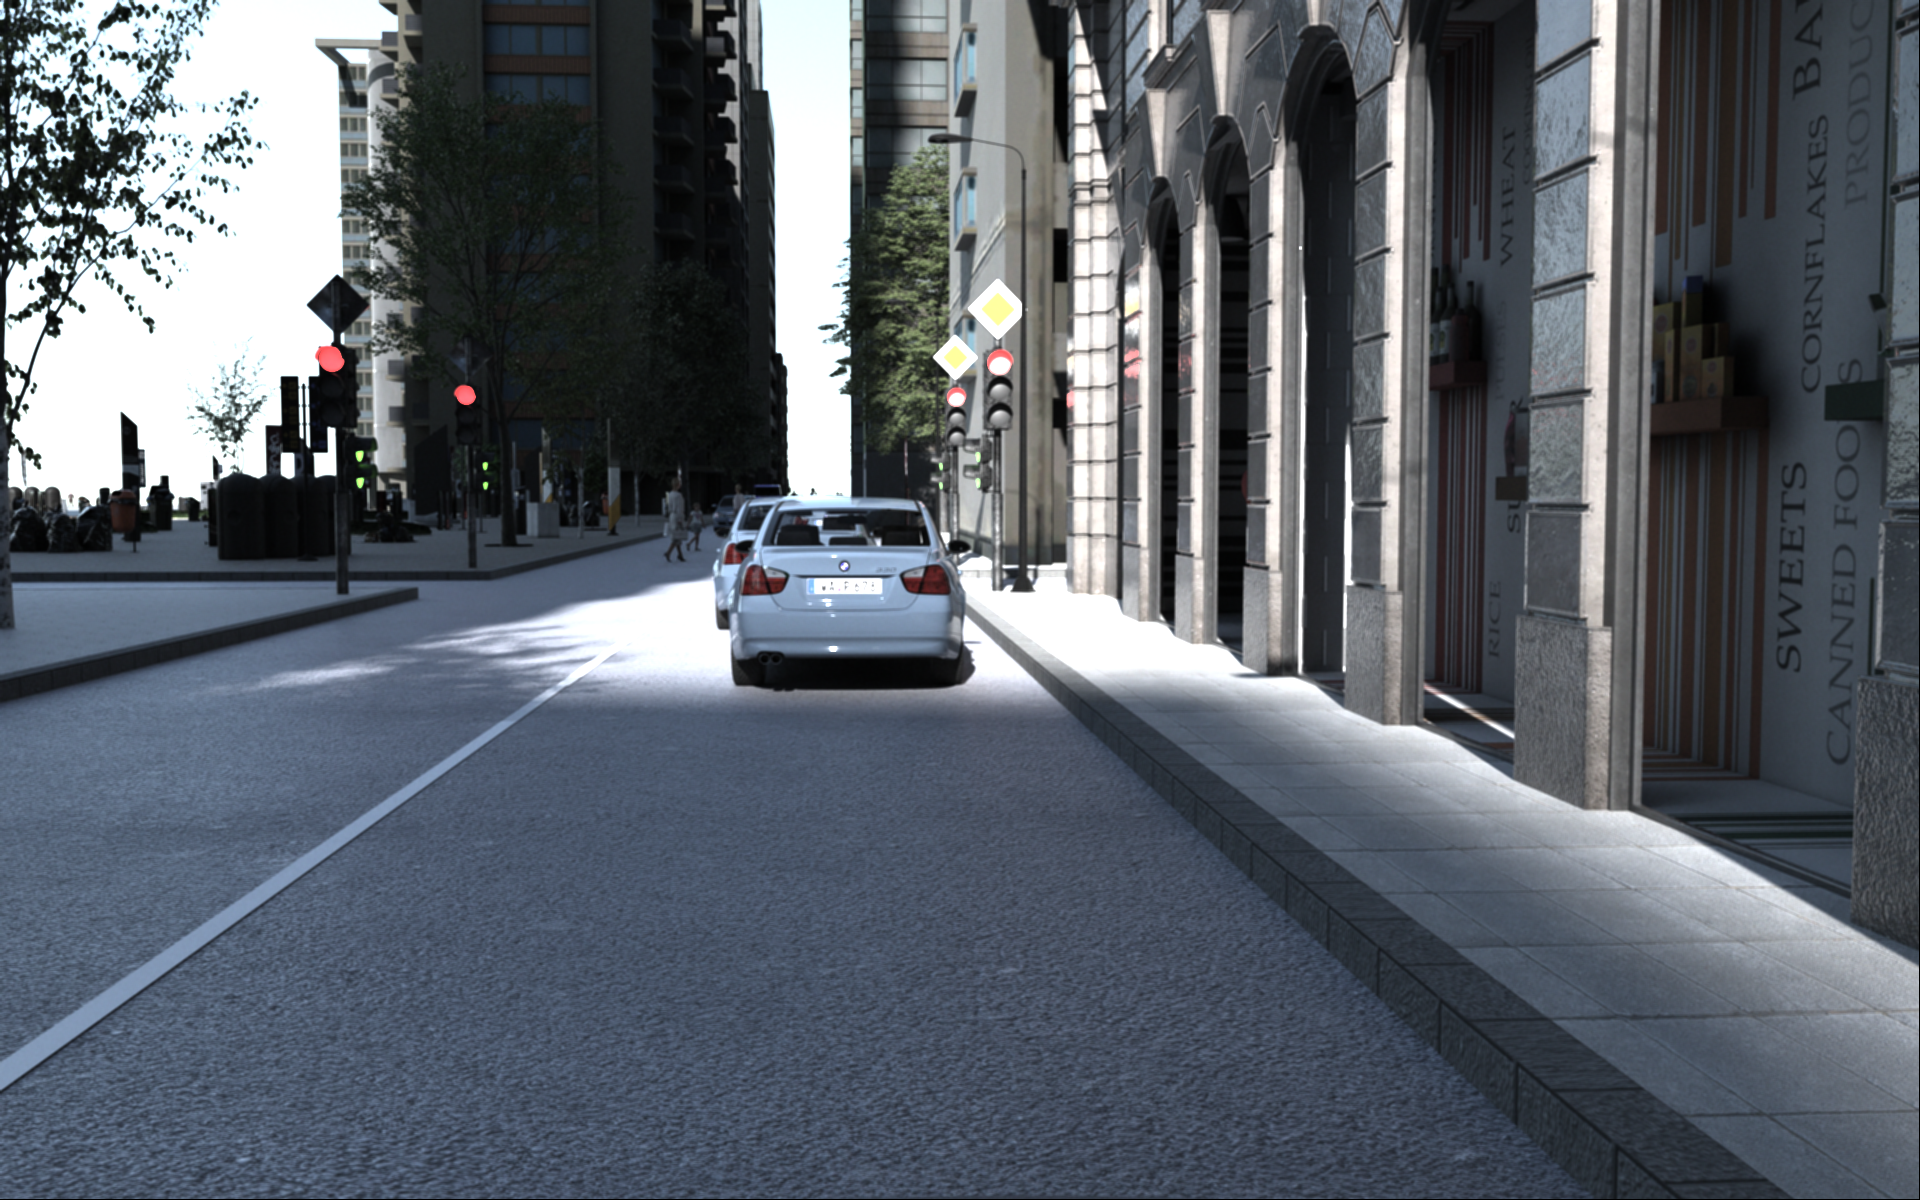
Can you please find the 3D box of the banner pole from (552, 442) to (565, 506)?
[{"bbox_3d":[-19.137,-5.663,82.615,0.863,3.779,0.401,0,4,7],"label":"banner pole"}]

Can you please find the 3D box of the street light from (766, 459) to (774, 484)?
[{"bbox_3d":[-17.007,-10.822,149.475,1.470,5.913,1.316,0,4,-4],"label":"street light"}]

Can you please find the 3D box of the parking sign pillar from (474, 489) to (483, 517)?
[{"bbox_3d":[-27.763,-6.699,97.997,1.447,3.967,1.447,1,4,10],"label":"parking sign pillar"}]

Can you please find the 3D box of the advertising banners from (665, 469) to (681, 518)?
[{"bbox_3d":[-15.425,-5.939,93.295,0.090,3.025,2.074,-2,4,-35],"label":"advertising banners"}]

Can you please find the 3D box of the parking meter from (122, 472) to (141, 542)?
[{"bbox_3d":[-22.352,-2.510,46.746,0.255,1.863,0.399,1,4,18],"label":"parking meter"}]

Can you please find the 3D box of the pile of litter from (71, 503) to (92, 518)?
[{"bbox_3d":[-43.933,-4.448,86.694,1.176,0.858,1.719,-2,4,-32],"label":"pile of litter"}]

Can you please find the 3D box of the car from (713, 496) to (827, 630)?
[{"bbox_3d":[-1.799,-0.467,19.642,2.014,1.417,4.499,0,4,-4],"label":"car"}]

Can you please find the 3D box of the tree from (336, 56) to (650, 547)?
[{"bbox_3d":[-11.221,-7.123,42.209,9.928,11.665,9.643,0,3,0],"label":"tree"}]

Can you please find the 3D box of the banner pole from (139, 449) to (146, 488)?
[{"bbox_3d":[-39.799,-5.752,84.068,0.401,3.779,0.863,1,4,18],"label":"banner pole"}]

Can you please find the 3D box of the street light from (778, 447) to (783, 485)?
[{"bbox_3d":[-18.505,-12.118,170.662,1.470,5.913,1.316,0,4,-4],"label":"street light"}]

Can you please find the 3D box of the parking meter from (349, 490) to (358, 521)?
[{"bbox_3d":[-24.417,-3.918,69.770,0.255,1.863,0.399,-3,5,-42],"label":"parking meter"}]

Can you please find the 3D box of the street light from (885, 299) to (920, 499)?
[{"bbox_3d":[-1.078,-4.215,41.459,1.470,5.913,1.316,0,4,-4],"label":"street light"}]

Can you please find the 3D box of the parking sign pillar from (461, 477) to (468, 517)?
[{"bbox_3d":[-22.536,-5.322,75.490,1.447,3.967,1.447,0,4,1],"label":"parking sign pillar"}]

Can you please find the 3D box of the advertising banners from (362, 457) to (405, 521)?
[{"bbox_3d":[-27.540,-5.280,82.513,2.074,3.025,0.090,-2,4,-35],"label":"advertising banners"}]

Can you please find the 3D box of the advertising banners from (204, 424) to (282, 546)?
[{"bbox_3d":[-17.753,-2.867,43.067,0.090,3.025,2.074,3,5,44],"label":"advertising banners"}]

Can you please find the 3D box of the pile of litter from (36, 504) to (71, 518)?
[{"bbox_3d":[-41.573,-3.944,78.450,1.719,0.858,1.176,0,4,1],"label":"pile of litter"}]

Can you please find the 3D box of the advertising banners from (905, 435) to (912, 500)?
[{"bbox_3d":[-1.503,-3.312,50.346,0.090,3.025,2.074,0,4,-5],"label":"advertising banners"}]

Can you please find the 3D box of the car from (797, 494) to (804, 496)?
[{"bbox_3d":[-16.360,-10.075,174.952,2.015,1.641,3.980,0,4,-4],"label":"car"}]

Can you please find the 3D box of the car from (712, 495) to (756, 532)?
[{"bbox_3d":[-8.615,-3.394,67.493,2.014,1.417,4.499,0,4,-4],"label":"car"}]

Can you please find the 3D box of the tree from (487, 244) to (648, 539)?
[{"bbox_3d":[-11.143,-6.073,49.648,4.737,8.622,4.395,0,3,0],"label":"tree"}]

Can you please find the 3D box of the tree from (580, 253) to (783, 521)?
[{"bbox_3d":[-13.258,-10.125,82.557,9.611,12.733,9.660,0,3,0],"label":"tree"}]

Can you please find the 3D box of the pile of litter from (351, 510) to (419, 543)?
[{"bbox_3d":[-15.337,-1.965,46.098,1.719,0.858,1.176,-1,4,-10],"label":"pile of litter"}]

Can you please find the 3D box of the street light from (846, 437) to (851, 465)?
[{"bbox_3d":[-8.172,-10.191,139.161,1.470,5.913,1.316,0,4,-4],"label":"street light"}]

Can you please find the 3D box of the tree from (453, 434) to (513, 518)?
[{"bbox_3d":[-25.831,-6.729,93.730,4.285,4.588,4.351,0,3,0],"label":"tree"}]

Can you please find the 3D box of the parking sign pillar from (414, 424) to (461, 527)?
[{"bbox_3d":[-20.466,-4.817,67.224,1.447,3.967,1.447,0,4,6],"label":"parking sign pillar"}]

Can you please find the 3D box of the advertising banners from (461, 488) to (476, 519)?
[{"bbox_3d":[-25.240,-5.634,88.307,2.074,3.025,0.090,1,4,14],"label":"advertising banners"}]

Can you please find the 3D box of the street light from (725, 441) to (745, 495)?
[{"bbox_3d":[-13.947,-8.230,107.105,1.470,5.913,1.316,0,4,-4],"label":"street light"}]

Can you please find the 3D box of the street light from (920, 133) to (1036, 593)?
[{"bbox_3d":[0.284,-3.055,22.484,1.470,5.913,1.316,0,4,-4],"label":"street light"}]

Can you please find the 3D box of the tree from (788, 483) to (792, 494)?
[{"bbox_3d":[-26.364,-16.444,263.459,1.663,3.219,1.824,0,3,0],"label":"tree"}]

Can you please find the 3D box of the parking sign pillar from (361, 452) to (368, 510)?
[{"bbox_3d":[-35.506,-6.997,102.872,1.447,3.967,1.447,-1,4,-10],"label":"parking sign pillar"}]

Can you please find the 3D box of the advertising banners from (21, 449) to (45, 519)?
[{"bbox_3d":[-35.839,-4.328,66.946,2.074,3.025,0.090,3,5,41],"label":"advertising banners"}]

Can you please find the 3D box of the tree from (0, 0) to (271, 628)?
[{"bbox_3d":[-8.995,-4.046,16.520,4.360,8.622,3.978,0,3,0],"label":"tree"}]

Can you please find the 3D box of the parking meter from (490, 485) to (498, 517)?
[{"bbox_3d":[-26.222,-5.615,97.521,0.399,1.863,0.255,1,4,22],"label":"parking meter"}]

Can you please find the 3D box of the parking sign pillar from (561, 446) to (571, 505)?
[{"bbox_3d":[-22.081,-6.604,96.443,1.447,3.967,1.447,-2,4,-33],"label":"parking sign pillar"}]

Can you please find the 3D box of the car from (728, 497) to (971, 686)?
[{"bbox_3d":[-0.892,-0.139,14.270,2.014,1.417,4.499,0,4,-2],"label":"car"}]

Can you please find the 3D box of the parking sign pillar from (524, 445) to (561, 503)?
[{"bbox_3d":[-20.937,-5.968,86.042,1.447,3.967,1.447,1,4,12],"label":"parking sign pillar"}]

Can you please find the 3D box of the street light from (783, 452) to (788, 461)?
[{"bbox_3d":[-19.841,-13.270,189.505,1.470,5.913,1.316,0,4,-4],"label":"street light"}]

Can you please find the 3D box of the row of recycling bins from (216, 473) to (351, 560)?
[{"bbox_3d":[-13.661,-1.721,35.258,1.069,1.692,3.534,1,4,17],"label":"row of recycling bins"}]

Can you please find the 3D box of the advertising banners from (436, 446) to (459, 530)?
[{"bbox_3d":[-18.483,-4.045,62.319,0.090,3.025,2.074,0,4,1],"label":"advertising banners"}]

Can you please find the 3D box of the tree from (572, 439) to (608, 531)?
[{"bbox_3d":[-12.905,-4.085,61.399,1.663,3.219,1.824,0,3,0],"label":"tree"}]

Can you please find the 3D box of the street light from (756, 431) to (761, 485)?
[{"bbox_3d":[-15.415,-9.526,128.294,1.470,5.913,1.316,0,4,-4],"label":"street light"}]

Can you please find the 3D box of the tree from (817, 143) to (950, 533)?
[{"bbox_3d":[-0.947,-8.481,56.785,7.486,12.596,7.792,0,3,0],"label":"tree"}]

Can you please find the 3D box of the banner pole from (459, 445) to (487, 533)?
[{"bbox_3d":[-16.161,-4.141,57.715,0.863,3.779,0.401,2,4,28],"label":"banner pole"}]

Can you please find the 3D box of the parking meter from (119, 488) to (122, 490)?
[{"bbox_3d":[-32.036,-3.549,66.435,0.372,1.533,0.369,0,3,0],"label":"parking meter"}]

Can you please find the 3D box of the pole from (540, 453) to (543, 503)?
[{"bbox_3d":[-20.520,-5.580,85.083,0.158,3.312,0.155,0,3,0],"label":"pole"}]

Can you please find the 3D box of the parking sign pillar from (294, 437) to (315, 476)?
[{"bbox_3d":[-30.993,-5.715,81.914,1.447,3.967,1.447,3,5,44],"label":"parking sign pillar"}]

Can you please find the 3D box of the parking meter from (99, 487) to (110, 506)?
[{"bbox_3d":[-31.559,-3.396,63.934,0.372,1.533,0.369,0,3,0],"label":"parking meter"}]

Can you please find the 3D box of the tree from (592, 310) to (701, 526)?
[{"bbox_3d":[-12.751,-7.256,68.997,4.360,8.622,3.978,0,3,0],"label":"tree"}]

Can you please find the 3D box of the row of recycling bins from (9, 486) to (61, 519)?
[{"bbox_3d":[-48.330,-5.038,89.483,3.534,1.692,1.069,-1,4,-8],"label":"row of recycling bins"}]

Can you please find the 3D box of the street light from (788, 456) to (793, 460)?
[{"bbox_3d":[-21.451,-14.567,210.717,1.470,5.913,1.316,0,4,-4],"label":"street light"}]

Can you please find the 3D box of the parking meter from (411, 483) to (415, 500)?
[{"bbox_3d":[-25.512,-4.623,81.300,0.399,1.863,0.255,0,4,5],"label":"parking meter"}]

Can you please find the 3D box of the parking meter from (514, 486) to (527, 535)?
[{"bbox_3d":[-13.874,-2.827,54.626,0.372,1.533,0.369,0,3,0],"label":"parking meter"}]

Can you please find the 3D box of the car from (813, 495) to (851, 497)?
[{"bbox_3d":[-3.132,-1.778,41.068,2.014,1.417,4.499,0,4,-3],"label":"car"}]
